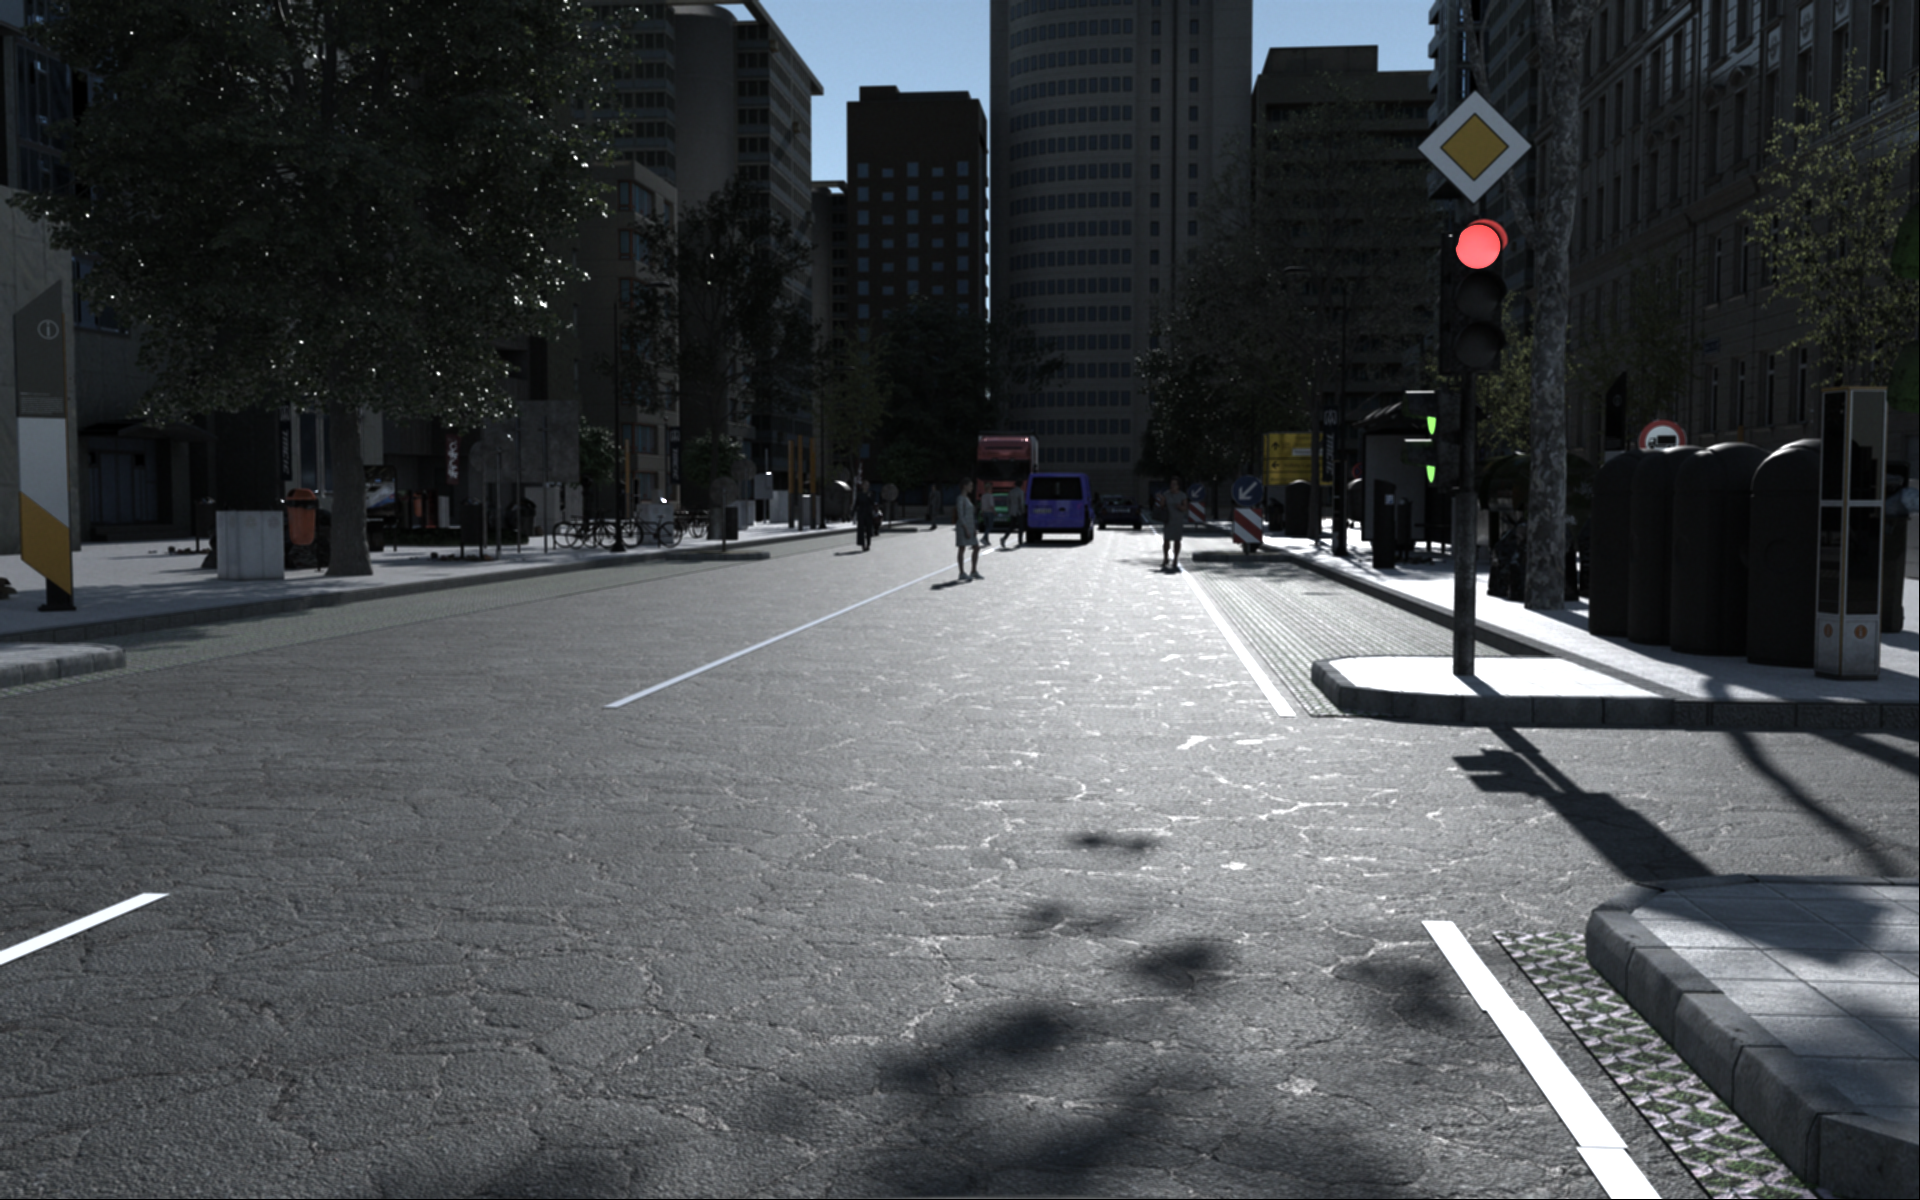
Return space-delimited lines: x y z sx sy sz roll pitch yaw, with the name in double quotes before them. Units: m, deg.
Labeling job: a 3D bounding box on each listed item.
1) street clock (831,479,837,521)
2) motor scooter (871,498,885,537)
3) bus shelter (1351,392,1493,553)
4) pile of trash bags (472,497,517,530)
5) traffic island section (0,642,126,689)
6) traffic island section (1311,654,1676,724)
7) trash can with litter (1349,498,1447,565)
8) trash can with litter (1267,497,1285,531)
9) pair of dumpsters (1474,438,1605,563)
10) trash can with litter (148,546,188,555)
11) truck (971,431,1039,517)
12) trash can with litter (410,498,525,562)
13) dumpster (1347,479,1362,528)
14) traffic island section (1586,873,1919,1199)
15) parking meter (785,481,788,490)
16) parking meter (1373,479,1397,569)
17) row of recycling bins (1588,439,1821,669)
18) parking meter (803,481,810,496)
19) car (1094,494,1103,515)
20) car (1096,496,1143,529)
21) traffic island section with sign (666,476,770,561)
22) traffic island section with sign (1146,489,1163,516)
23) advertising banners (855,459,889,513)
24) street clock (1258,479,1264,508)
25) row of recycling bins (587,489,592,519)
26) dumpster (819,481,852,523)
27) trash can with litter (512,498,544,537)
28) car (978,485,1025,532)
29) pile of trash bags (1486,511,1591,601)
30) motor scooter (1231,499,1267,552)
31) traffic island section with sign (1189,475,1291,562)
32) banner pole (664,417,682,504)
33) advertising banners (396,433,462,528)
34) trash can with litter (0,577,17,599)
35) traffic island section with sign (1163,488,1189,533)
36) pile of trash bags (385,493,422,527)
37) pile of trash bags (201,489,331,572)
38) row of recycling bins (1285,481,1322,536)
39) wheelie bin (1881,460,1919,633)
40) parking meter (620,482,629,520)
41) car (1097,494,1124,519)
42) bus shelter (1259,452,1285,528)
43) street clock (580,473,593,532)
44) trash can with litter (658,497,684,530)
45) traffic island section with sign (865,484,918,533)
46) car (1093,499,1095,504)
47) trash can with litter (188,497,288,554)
"street clock" -6.058 -4.798 83.022 0.358 2.002 0.471 -2 4 -28
"motor scooter" -2.920 -2.816 58.814 0.815 1.314 1.986 0 4 5
"bus shelter" 9.663 -2.617 36.707 2.014 3.302 5.546 0 4 5
"pile of trash bags" -16.112 -3.179 61.724 3.447 1.369 1.912 3 4 37
"traffic island section" -7.936 0.541 13.428 2.009 0.180 2.903 0 4 5
"traffic island section" 3.602 0.610 12.313 2.009 0.180 2.903 0 4 5
"trash can with litter" 8.252 -1.296 32.242 1.678 1.210 2.233 0 4 1
"trash can with litter" 11.127 -2.955 59.706 1.055 1.170 0.624 2 4 25
"pair of dumpsters" 9.927 -1.697 30.248 1.574 2.255 4.437 0 4 5
"trash can with litter" -16.508 -1.613 37.430 2.233 1.210 1.678 1 4 23
"truck" 2.195 -5.494 78.743 2.839 4.237 11.283 0 4 4
"trash can with litter" -9.689 -1.379 33.606 2.233 1.210 1.678 2 4 30
"dumpster" 15.374 -3.683 65.972 1.264 1.857 1.865 0 4 5
"traffic island section" 2.834 1.096 4.365 2.009 0.180 2.903 0 4 5
"parking meter" -7.828 -4.515 79.536 0.399 1.863 0.255 0 4 -7
"parking meter" 7.330 -1.315 29.913 0.372 1.533 0.369 0 3 0
"row of recycling bins" 6.267 -0.445 14.397 1.069 1.692 3.534 0 4 -4
"parking meter" -6.917 -4.441 78.321 0.255 1.863 0.399 1 4 19
"car" 10.253 -6.595 119.633 2.131 1.459 4.920 0 4 7
"car" 6.614 -3.616 71.696 1.945 1.354 3.894 0 4 4
"traffic island section with sign" -5.237 -1.793 37.942 1.989 1.847 2.006 0 4 5
"traffic island section with sign" 13.410 -6.428 113.729 1.989 1.847 2.006 0 4 5
"advertising banners" -4.369 -5.480 85.784 2.074 3.025 0.090 2 4 34
"street clock" 14.869 -4.974 85.891 0.471 2.002 0.358 0 4 -6
"row of recycling bins" -20.668 -4.995 88.786 3.534 1.692 1.069 0 4 -3
"dumpster" -5.617 -4.405 77.778 1.264 1.857 1.865 0 4 5
"trash can with litter" -12.980 -2.494 52.157 0.624 1.170 1.055 1 4 15
"car" 1.722 -3.531 66.530 1.959 1.807 4.718 0 4 6
"pile of trash bags" 8.255 -0.698 21.159 3.447 1.369 1.912 1 4 15
"motor scooter" 6.581 -1.626 39.355 0.815 1.314 1.986 0 4 4
"traffic island section with sign" 5.997 -1.741 37.086 1.989 1.847 2.006 0 4 5
"banner pole" -9.400 -4.066 56.503 0.863 3.779 0.401 2 4 31
"advertising banners" -15.203 -3.263 49.540 2.074 3.025 0.090 -3 4 -38
"trash can with litter" -12.094 -0.597 21.150 1.055 1.170 0.624 0 4 0
"traffic island section with sign" 8.615 -3.391 64.071 1.989 1.847 2.006 0 4 5
"pile of trash bags" -21.151 -3.268 63.183 3.447 1.369 1.912 -1 4 -17
"pile of trash bags" -11.647 -1.214 29.602 1.912 1.369 3.447 -3 4 -37
"row of recycling bins" 10.745 -2.886 54.300 1.069 1.692 3.534 1 4 17
"wheelie bin" 8.528 -0.507 16.202 0.980 1.594 0.693 2 4 25
"parking meter" -16.349 -4.824 84.581 0.399 1.863 0.255 2 4 24
"car" 8.893 -5.459 101.047 2.131 1.459 4.920 0 4 5
"bus shelter" 12.102 -4.229 63.074 2.014 3.302 5.546 0 4 6
"street clock" -12.567 -3.284 58.271 0.471 2.002 0.358 -1 4 -12
"trash can with litter" -10.382 -3.112 62.264 1.055 1.170 0.624 0 4 -3
"traffic island section with sign" -2.630 -3.444 64.932 1.989 1.847 2.006 0 4 5
"car" 13.128 -9.057 158.301 2.015 1.641 3.980 0 4 5
"trash can with litter" -13.579 -1.398 33.914 1.678 1.210 2.233 3 5 42
